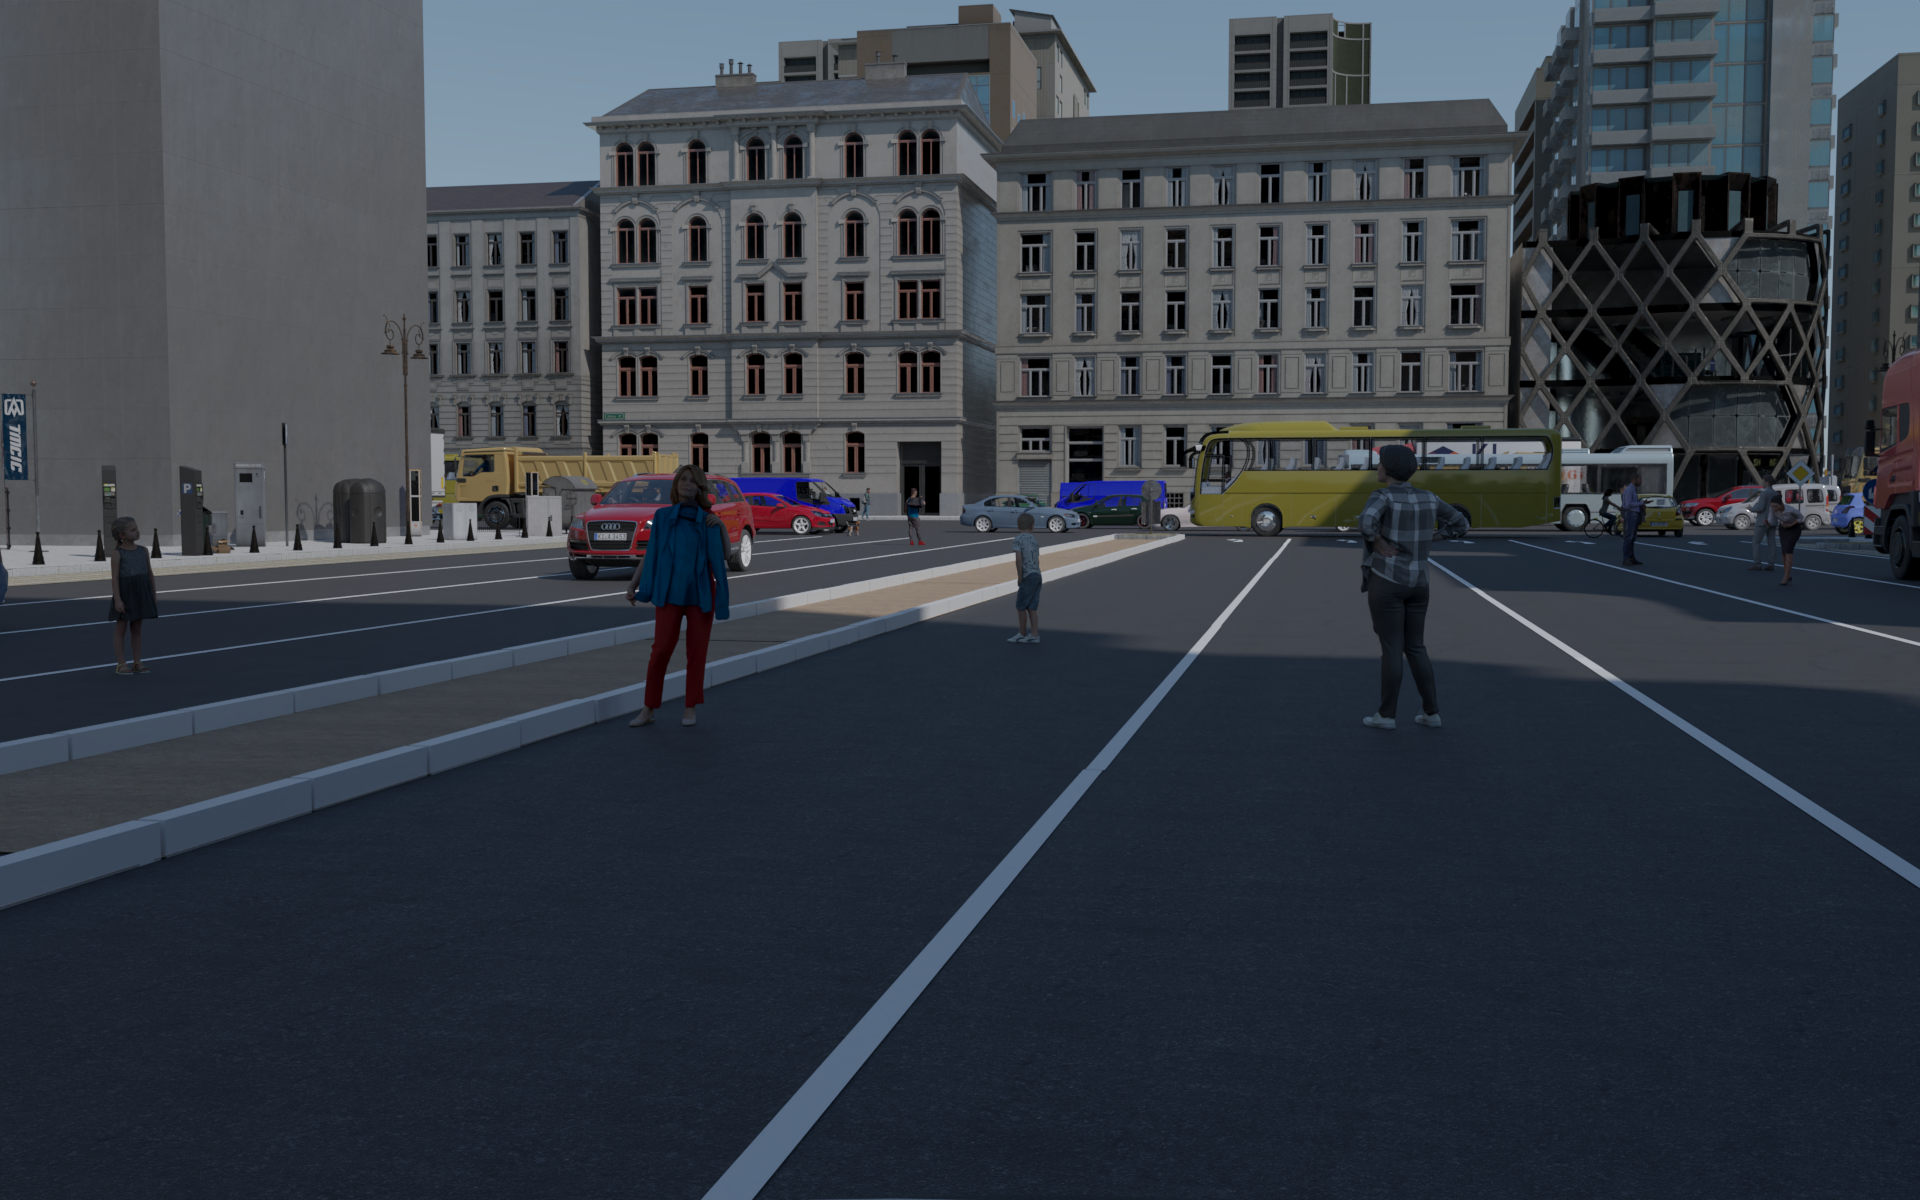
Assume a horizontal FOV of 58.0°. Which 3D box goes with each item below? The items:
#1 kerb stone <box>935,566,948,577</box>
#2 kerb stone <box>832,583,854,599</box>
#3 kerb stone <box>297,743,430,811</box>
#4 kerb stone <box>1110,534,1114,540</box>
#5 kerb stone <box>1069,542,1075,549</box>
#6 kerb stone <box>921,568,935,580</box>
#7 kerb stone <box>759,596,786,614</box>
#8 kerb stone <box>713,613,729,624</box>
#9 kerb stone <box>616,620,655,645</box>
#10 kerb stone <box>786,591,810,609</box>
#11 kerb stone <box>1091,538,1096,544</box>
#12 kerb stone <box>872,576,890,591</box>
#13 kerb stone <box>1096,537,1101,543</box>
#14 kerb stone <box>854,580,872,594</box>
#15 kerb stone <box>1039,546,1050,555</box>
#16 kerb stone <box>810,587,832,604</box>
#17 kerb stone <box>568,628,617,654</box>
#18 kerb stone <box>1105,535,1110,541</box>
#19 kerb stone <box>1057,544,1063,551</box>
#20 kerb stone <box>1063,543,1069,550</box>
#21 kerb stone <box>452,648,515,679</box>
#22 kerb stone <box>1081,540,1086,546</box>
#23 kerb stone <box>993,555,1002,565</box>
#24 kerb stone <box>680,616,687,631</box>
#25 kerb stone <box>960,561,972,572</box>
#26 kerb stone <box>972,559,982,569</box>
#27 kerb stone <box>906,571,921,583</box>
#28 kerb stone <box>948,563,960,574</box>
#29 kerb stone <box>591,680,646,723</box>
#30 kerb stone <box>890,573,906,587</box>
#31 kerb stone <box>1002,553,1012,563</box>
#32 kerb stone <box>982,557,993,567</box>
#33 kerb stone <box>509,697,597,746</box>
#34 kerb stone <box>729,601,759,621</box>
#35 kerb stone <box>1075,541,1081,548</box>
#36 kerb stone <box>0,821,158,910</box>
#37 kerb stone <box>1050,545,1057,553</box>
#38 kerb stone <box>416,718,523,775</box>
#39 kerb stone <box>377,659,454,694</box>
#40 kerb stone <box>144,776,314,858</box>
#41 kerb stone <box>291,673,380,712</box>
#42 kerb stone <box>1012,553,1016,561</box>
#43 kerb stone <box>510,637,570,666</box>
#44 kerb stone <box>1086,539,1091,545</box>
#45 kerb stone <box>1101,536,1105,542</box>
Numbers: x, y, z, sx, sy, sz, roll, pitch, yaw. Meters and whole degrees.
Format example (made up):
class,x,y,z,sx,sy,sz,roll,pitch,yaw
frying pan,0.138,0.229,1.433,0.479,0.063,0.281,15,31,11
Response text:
class,x,y,z,sx,sy,sz,roll,pitch,yaw
kerb stone,-0.416,-0.476,29.974,0.120,0.150,1.000,1,4,12
kerb stone,-1.697,-0.101,23.901,0.120,0.150,1.000,1,4,12
kerb stone,-2.871,0.848,8.324,0.120,0.150,1.000,1,4,12
kerb stone,4.515,-1.892,53.161,0.120,0.150,1.000,1,4,12
kerb stone,2.799,-1.396,45.091,0.120,0.150,1.000,1,4,12
kerb stone,-0.638,-0.409,28.956,0.120,0.150,1.000,1,4,12
kerb stone,-2.344,0.080,20.882,0.120,0.150,1.000,1,4,12
kerb stone,-2.768,0.212,18.870,0.120,0.150,1.000,1,4,12
kerb stone,-3.200,0.327,16.849,0.120,0.150,1.000,1,4,12
kerb stone,-2.135,0.019,21.889,0.120,0.150,1.000,1,4,12
kerb stone,3.669,-1.647,49.122,0.120,0.150,1.000,1,4,12
kerb stone,-1.272,-0.227,25.913,0.120,0.150,1.000,1,4,12
kerb stone,3.880,-1.709,50.141,0.120,0.150,1.000,1,4,12
kerb stone,-1.492,-0.166,24.908,0.120,0.150,1.000,1,4,12
kerb stone,1.939,-1.153,41.065,0.120,0.150,1.000,1,4,12
kerb stone,-1.923,-0.043,22.896,0.120,0.150,1.000,1,4,12
kerb stone,-3.417,0.389,15.831,0.120,0.150,1.000,1,4,12
kerb stone,4.305,-1.826,52.154,0.120,0.150,1.000,1,4,12
kerb stone,2.371,-1.275,43.080,0.120,0.150,1.000,1,4,12
kerb stone,2.586,-1.337,44.085,0.120,0.150,1.000,1,4,12
kerb stone,-3.853,0.519,13.807,0.120,0.150,1.000,1,4,12
kerb stone,3.230,-1.522,47.113,0.120,0.150,1.000,1,4,12
kerb stone,0.648,-0.781,35.010,0.120,0.150,1.000,1,4,12
kerb stone,-2.992,0.266,17.856,0.120,0.150,1.000,1,4,12
kerb stone,0.015,-0.599,31.986,0.120,0.150,1.000,1,4,12
kerb stone,0.222,-0.661,32.996,0.120,0.150,1.000,1,4,12
kerb stone,-0.846,-0.351,27.942,0.120,0.150,1.000,1,4,12
kerb stone,-0.202,-0.533,30.982,0.120,0.150,1.000,1,4,12
kerb stone,-2.225,0.671,11.342,0.120,0.150,1.000,1,4,12
kerb stone,-1.062,-0.290,26.936,0.120,0.150,1.000,1,4,12
kerb stone,0.875,-0.843,36.018,0.120,0.150,1.000,1,4,12
kerb stone,0.444,-0.722,34.000,0.120,0.150,1.000,1,4,12
kerb stone,-2.445,0.725,10.336,0.120,0.150,1.000,1,4,12
kerb stone,-2.560,0.142,19.876,0.120,0.150,1.000,1,4,12
kerb stone,3.015,-1.462,46.105,0.120,0.150,1.000,1,4,12
kerb stone,-3.294,0.972,6.307,0.120,0.150,1.000,1,4,12
kerb stone,2.154,-1.215,42.074,0.120,0.150,1.000,1,4,12
kerb stone,-2.651,0.787,9.328,0.120,0.150,1.000,1,4,12
kerb stone,-4.062,0.576,12.795,0.120,0.150,1.000,1,4,12
kerb stone,-3.080,0.910,7.317,0.120,0.150,1.000,1,4,12
kerb stone,-4.284,0.638,11.782,0.120,0.150,1.000,1,4,12
kerb stone,1.085,-0.907,37.024,0.120,0.150,1.000,1,4,12
kerb stone,-3.633,0.451,14.814,0.120,0.150,1.000,1,4,12
kerb stone,3.446,-1.580,48.118,0.120,0.150,1.000,1,4,12
kerb stone,4.092,-1.771,51.147,0.120,0.150,1.000,1,4,12
